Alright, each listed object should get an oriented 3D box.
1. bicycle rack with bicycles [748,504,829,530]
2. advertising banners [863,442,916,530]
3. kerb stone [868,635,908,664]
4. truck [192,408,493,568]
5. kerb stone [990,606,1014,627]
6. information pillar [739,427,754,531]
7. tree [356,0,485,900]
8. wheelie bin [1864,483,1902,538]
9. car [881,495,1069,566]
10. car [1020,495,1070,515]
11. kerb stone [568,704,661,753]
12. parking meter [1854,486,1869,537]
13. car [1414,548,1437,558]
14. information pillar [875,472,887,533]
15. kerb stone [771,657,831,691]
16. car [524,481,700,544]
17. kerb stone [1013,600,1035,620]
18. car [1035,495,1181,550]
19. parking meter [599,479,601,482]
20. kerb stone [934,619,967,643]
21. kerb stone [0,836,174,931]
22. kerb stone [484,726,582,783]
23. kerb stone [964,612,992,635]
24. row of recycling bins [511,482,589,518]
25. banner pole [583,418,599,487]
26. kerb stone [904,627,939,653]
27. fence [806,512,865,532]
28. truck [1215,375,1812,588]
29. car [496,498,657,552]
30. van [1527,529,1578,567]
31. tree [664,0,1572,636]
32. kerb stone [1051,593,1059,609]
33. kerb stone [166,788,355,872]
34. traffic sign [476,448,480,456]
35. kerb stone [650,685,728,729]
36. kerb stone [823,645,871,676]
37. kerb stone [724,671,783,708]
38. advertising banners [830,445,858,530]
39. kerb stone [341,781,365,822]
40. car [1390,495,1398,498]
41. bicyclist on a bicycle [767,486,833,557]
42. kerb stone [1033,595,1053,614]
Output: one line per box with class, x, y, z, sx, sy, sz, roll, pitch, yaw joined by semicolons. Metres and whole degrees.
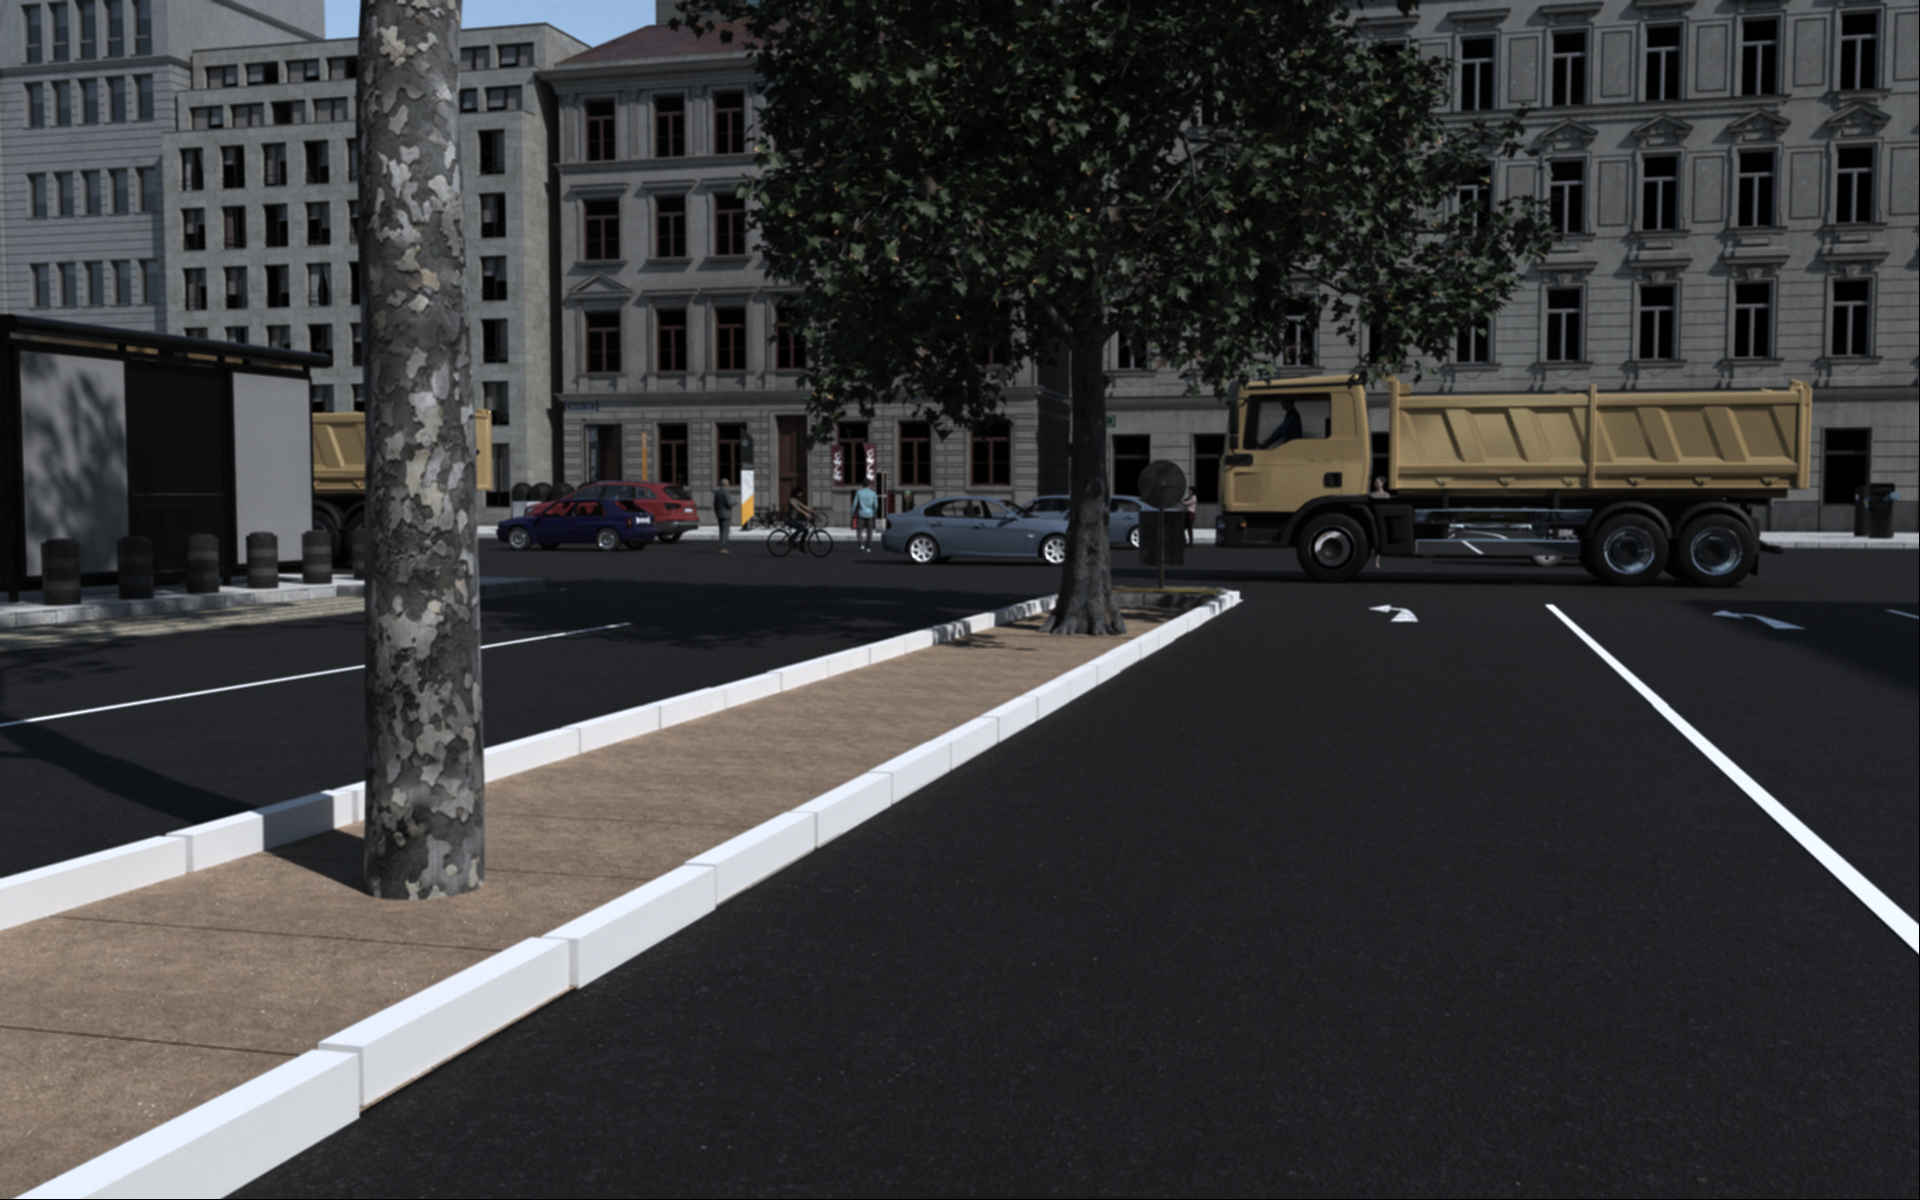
bicycle rack with bicycles;-6.527;-3.026;62.852;2.925;0.926;2.852;1;4;16
advertising banners;-2.411;-3.859;59.288;2.074;3.025;0.090;-2;4;-31
kerb stone;-0.674;0.443;14.952;0.120;0.150;1.000;1;4;15
truck;-14.376;-2.377;34.781;9.791;3.379;3.469;1;4;14
kerb stone;0.392;0.202;18.924;0.120;0.150;1.000;1;4;15
information pillar;-7.417;-4.212;60.218;0.504;3.616;0.183;-2;4;-34
tree;-2.889;-9.080;6.803;12.611;20.169;13.585;0;3;0
wheelie bin;26.740;-2.587;50.213;0.980;1.594;0.693;2;4;32
car;0.648;-1.437;35.492;4.499;1.417;2.014;1;4;13
car;2.425;-2.260;48.959;4.499;1.417;2.014;1;4;14
kerb stone;-2.007;0.747;9.995;0.120;0.150;1.000;1;4;15
parking meter;27.269;-2.689;52.370;0.372;1.533;0.369;0;3;0
car;12.004;-1.797;39.161;4.222;1.686;2.009;1;4;15
information pillar;-2.620;-3.238;57.438;0.304;2.012;0.304;1;4;23
kerb stone;-1.208;0.564;12.968;0.120;0.150;1.000;1;4;15
car;-10.284;-2.575;50.778;5.304;1.827;2.281;1;4;16
kerb stone;0.662;0.140;19.921;0.120;0.150;1.000;1;4;15
car;3.621;-2.057;45.631;4.499;1.417;2.014;1;4;13
parking meter;-14.227;-3.796;67.769;0.255;1.863;0.399;0;4;6
kerb stone;-0.143;0.321;16.941;0.120;0.150;1.000;1;4;15
kerb stone;-3.088;0.993;6.021;0.120;0.150;1.000;1;4;15
kerb stone;-2.271;0.810;9.003;0.120;0.150;1.000;1;4;15
kerb stone;0.124;0.261;17.932;0.120;0.150;1.000;1;4;15
row of recycling bins;-14.259;-3.290;60.906;3.534;1.692;1.069;1;4;22
banner pole;-12.095;-4.074;56.633;0.863;3.779;0.401;3;4;36
kerb stone;-0.411;0.382;15.949;0.120;0.150;1.000;1;4;15
fence;-4.150;-2.590;57.718;2.069;0.683;0.278;-1;4;-15
truck;8.328;-1.985;28.372;9.791;3.379;3.469;1;4;15
car;-9.794;-1.935;44.222;3.894;1.354;1.945;1;4;16
van;13.064;-1.682;34.516;4.112;2.044;2.013;1;4;14
tree;1.337;-6.004;17.633;9.611;12.733;9.660;0;3;0
kerb stone;1.195;0.018;21.907;0.120;0.150;1.000;1;4;15
kerb stone;-2.813;0.929;7.012;0.120;0.150;1.000;1;4;15
traffic sign;-7.365;-1.322;25.263;0.795;2.450;0.064;1;4;15
kerb stone;-1.737;0.686;10.984;0.120;0.150;1.000;1;4;15
kerb stone;-0.946;0.504;13.960;0.120;0.150;1.000;1;4;15
kerb stone;-1.477;0.634;11.977;0.120;0.150;1.000;1;4;15
advertising banners;-3.650;-4.040;62.236;2.074;3.025;0.090;0;4;6
kerb stone;-2.539;0.871;8.012;0.120;0.150;1.000;1;4;15
car;11.558;-2.203;45.811;4.222;1.686;2.009;1;4;15
bicyclist on a bicycle;-3.630;-1.787;39.241;1.625;1.676;1.499;1;4;17
kerb stone;0.928;0.078;20.916;0.120;0.150;1.000;1;4;15
